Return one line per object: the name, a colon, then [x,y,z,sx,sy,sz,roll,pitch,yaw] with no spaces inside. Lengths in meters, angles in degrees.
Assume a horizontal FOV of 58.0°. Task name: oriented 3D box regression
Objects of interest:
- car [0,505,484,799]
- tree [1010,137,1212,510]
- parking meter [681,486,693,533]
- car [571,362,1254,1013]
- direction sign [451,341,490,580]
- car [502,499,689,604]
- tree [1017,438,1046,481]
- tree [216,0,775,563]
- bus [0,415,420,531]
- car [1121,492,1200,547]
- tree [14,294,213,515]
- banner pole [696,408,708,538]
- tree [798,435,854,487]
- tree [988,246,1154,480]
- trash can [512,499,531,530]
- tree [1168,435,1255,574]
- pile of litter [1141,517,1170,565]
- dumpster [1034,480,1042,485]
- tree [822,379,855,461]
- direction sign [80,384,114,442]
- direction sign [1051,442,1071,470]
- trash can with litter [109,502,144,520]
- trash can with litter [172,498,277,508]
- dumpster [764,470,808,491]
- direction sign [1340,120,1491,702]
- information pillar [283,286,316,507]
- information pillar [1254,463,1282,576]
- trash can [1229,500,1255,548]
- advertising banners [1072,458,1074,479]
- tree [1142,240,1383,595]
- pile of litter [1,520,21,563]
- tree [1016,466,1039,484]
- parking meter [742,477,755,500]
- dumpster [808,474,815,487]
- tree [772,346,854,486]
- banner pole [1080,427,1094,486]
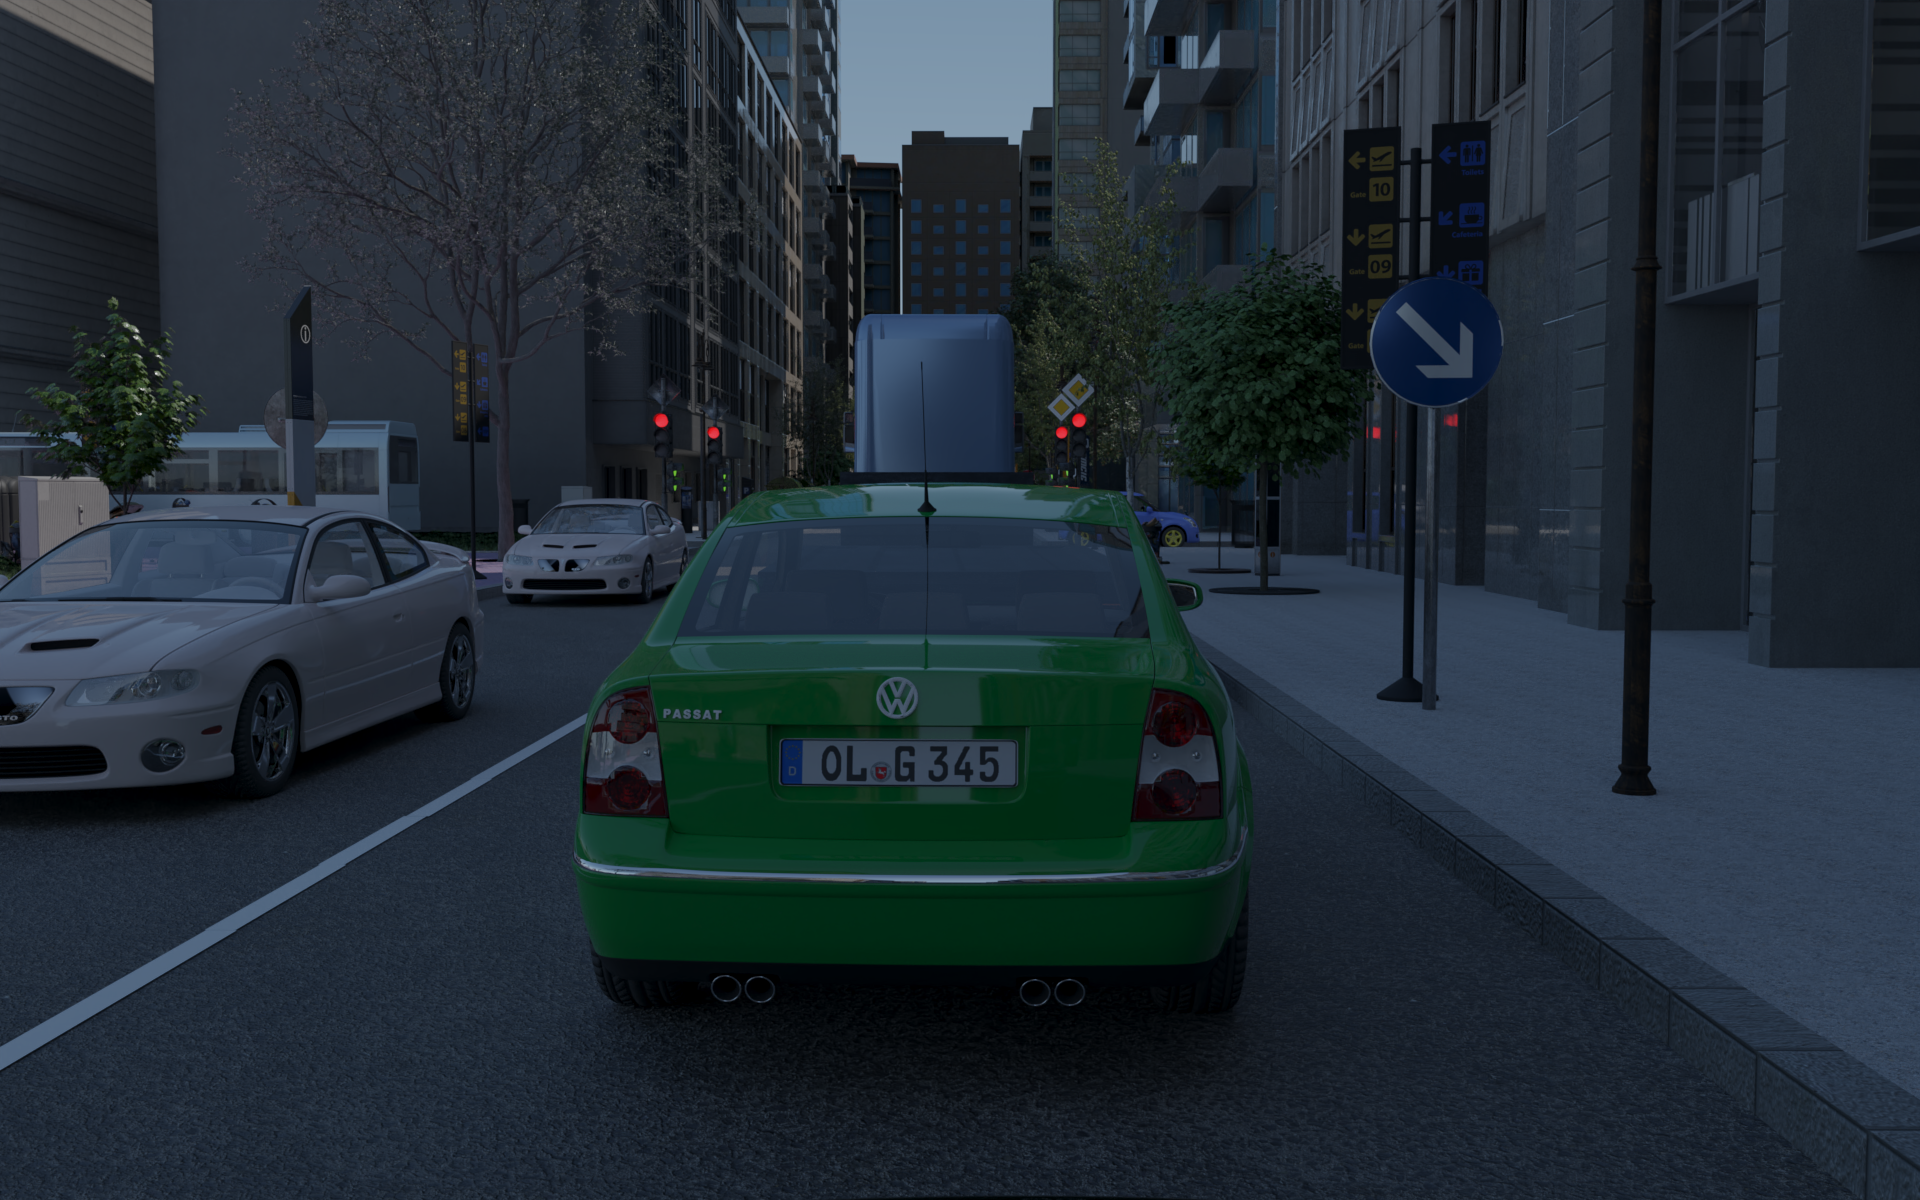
car: [-4.119,0.164,9.677,2.083,1.381,4.827,0,4,2]
tree: [3.475,-5.219,35.691,4.737,8.622,4.395,0,3,0]
parking meter: [-8.922,-2.944,56.550,0.372,1.533,0.369,0,3,0]
car: [-0.052,0.160,6.185,1.959,1.807,4.718,0,4,2]
direction sign: [-7.333,-2.081,26.026,0.379,3.537,0.876,1,4,20]
car: [-4.970,-0.720,24.131,2.083,1.381,4.827,0,4,1]
tree: [4.128,-14.599,156.818,7.486,12.596,7.792,0,3,0]
tree: [-8.708,-7.459,32.319,12.009,13.543,11.850,0,3,0]
bus: [-20.814,-3.022,44.275,13.247,3.499,2.948,0,3,0]
car: [4.415,-2.183,45.286,3.694,1.707,1.945,0,4,2]
tree: [-8.322,-1.366,16.932,1.663,3.219,1.824,0,3,0]
banner pole: [-7.530,-3.705,50.589,0.401,3.779,0.863,0,4,-6]
tree: [-7.365,-6.912,96.717,4.285,4.588,4.351,0,3,0]
tree: [4.341,-9.980,80.175,9.611,12.733,9.660,0,3,0]
trash can: [-12.488,-2.276,48.858,0.748,1.137,0.748,0,3,0]
tree: [4.214,-2.067,28.398,1.663,3.219,1.824,0,3,0]
pile of litter: [3.282,-1.098,31.921,1.176,0.858,1.719,0,4,7]
dumpster: [3.673,-5.572,93.598,1.502,2.255,1.985,0,4,1]
tree: [-7.192,-9.871,111.757,4.737,8.622,4.395,0,3,0]
direction sign: [-17.549,-2.660,35.483,0.379,3.537,0.876,2,4,33]
direction sign: [4.329,-5.034,74.305,0.876,3.537,0.379,0,4,-8]
trash can with litter: [-12.066,-0.805,24.544,1.055,1.170,0.624,2,4,24]
trash can with litter: [-11.247,-0.981,27.100,1.678,1.210,2.233,1,4,20]
dumpster: [-7.105,-4.132,70.045,1.502,2.255,1.985,0,4,0]
direction sign: [2.801,-1.146,10.733,0.876,3.537,0.379,1,4,19]
information pillar: [-7.363,-1.713,19.357,0.183,3.616,0.504,0,4,8]
information pillar: [4.830,-1.386,27.161,0.304,2.012,0.304,-2,4,-24]
trash can: [6.749,-1.802,41.119,0.748,1.137,0.748,0,3,0]
advertising banners: [3.947,-4.049,62.394,0.090,3.025,2.074,1,4,13]
tree: [4.060,-2.376,22.567,4.285,4.588,4.351,0,3,0]
pile of litter: [-16.501,-1.029,30.783,1.719,0.858,1.176,-3,4,-38]
tree: [4.031,-6.745,104.889,1.663,3.219,1.824,0,3,0]
parking meter: [-7.104,-3.207,58.144,0.399,1.863,0.255,1,4,18]
dumpster: [-7.067,-4.464,75.482,1.502,2.255,1.985,0,4,1]
tree: [-7.474,-8.334,86.630,4.360,8.622,3.978,0,3,0]
banner pole: [4.791,-4.580,64.904,0.863,3.779,0.401,0,4,-2]
